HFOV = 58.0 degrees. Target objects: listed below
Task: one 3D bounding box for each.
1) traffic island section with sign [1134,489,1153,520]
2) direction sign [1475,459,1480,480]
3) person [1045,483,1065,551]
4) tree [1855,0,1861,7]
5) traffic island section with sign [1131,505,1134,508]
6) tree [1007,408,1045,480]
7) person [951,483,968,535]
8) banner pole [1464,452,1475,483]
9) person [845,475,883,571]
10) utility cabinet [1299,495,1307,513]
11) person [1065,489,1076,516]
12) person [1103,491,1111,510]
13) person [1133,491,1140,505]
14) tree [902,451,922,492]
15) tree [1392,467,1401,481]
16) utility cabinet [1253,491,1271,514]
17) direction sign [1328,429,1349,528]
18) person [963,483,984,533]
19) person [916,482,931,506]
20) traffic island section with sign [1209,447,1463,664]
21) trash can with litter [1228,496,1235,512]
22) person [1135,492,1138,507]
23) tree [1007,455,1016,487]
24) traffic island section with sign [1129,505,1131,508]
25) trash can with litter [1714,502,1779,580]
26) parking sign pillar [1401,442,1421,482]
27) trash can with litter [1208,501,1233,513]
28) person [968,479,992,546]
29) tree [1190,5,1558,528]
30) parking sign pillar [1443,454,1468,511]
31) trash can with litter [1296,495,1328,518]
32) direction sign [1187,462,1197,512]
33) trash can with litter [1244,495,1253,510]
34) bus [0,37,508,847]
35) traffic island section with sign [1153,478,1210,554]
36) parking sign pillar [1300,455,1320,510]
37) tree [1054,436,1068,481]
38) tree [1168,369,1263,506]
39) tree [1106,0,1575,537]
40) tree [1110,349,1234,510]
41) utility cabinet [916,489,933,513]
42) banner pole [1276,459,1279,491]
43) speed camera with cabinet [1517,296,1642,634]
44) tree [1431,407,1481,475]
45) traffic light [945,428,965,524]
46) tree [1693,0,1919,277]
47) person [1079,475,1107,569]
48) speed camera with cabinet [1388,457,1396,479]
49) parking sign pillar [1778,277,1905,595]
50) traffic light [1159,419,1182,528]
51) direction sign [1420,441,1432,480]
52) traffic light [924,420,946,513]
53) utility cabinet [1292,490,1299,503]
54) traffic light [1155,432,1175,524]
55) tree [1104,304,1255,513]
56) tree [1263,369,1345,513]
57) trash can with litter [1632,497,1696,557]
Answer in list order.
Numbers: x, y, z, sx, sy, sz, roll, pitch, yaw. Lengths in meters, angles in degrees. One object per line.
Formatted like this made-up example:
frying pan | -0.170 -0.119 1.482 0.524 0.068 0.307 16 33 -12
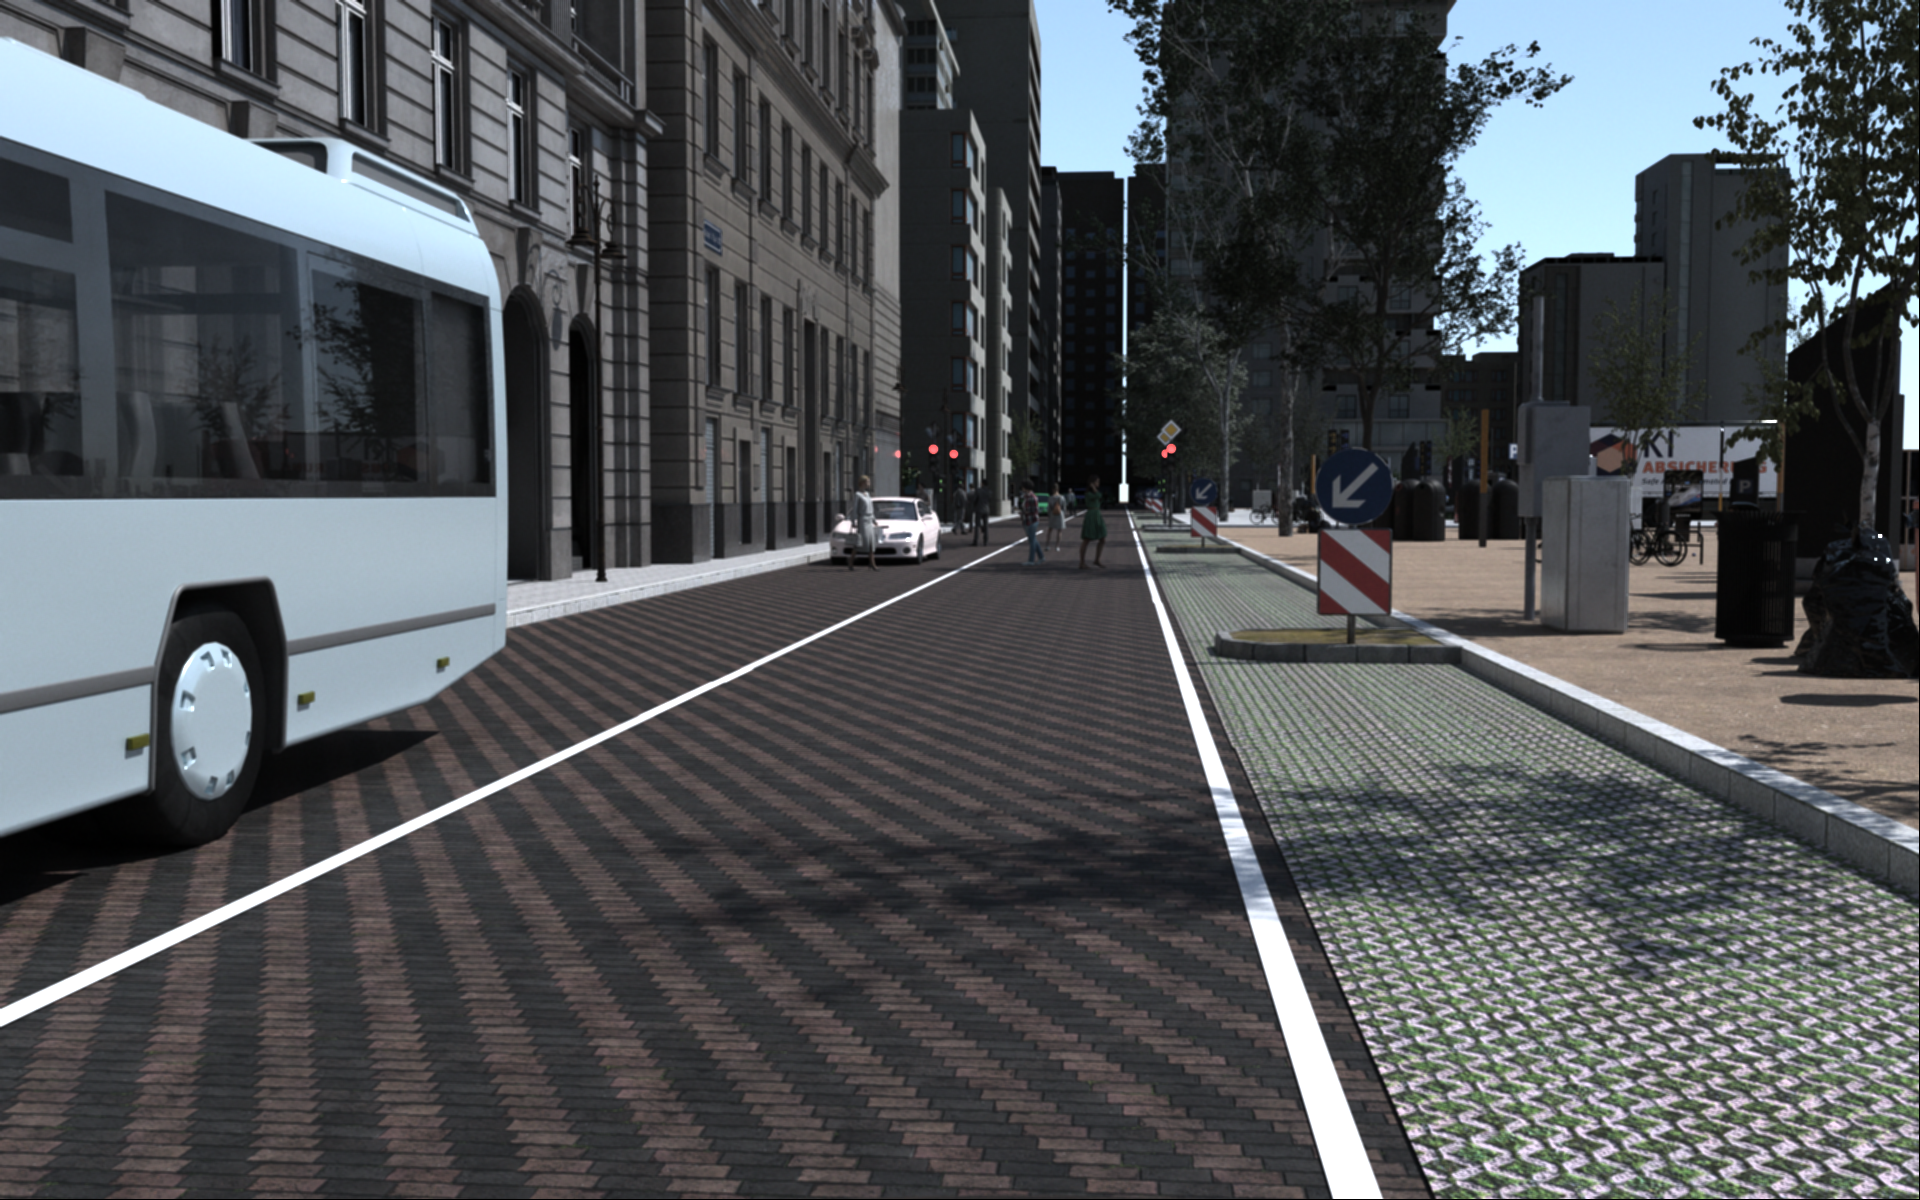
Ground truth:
traffic island section with sign | 10.991 -5.448 97.699 1.989 1.847 2.006 0 4 5
direction sign | 33.016 -7.282 111.061 0.379 3.537 0.876 -3 5 -44
person | 2.421 -2.097 43.788 0.512 1.701 0.522 0 4 -7
tree | 5.669 -3.505 7.670 4.360 8.622 3.978 0 3 0
traffic island section with sign | 13.533 -7.109 124.861 1.989 1.847 2.006 0 4 5
tree | 5.343 -11.991 146.409 4.737 8.622 4.395 0 3 0
person | 0.015 -3.216 61.176 0.850 1.850 0.679 -3 5 -40
banner pole | 30.315 -6.928 103.288 0.863 3.779 0.401 -1 4 -9
person | -1.811 -1.442 32.429 0.624 1.780 0.694 3 5 44
utility cabinet | 22.026 -6.190 112.364 1.020 1.237 0.306 -2 4 -29
person | 7.064 -6.258 111.310 0.782 1.767 0.515 2 4 35
person | 13.221 -8.994 156.377 0.721 1.723 1.217 3 5 40
person | 21.612 -12.418 211.665 1.348 1.807 0.705 -3 4 -38
tree | -2.564 -4.453 67.413 1.663 3.219 1.824 0 3 0
tree | 31.628 -8.003 125.457 1.663 3.219 1.824 0 3 0
utility cabinet | 19.549 -6.328 112.134 1.173 1.500 0.318 1 4 11
direction sign | 13.288 -4.213 60.882 0.876 3.537 0.379 -2 4 -25
person | 0.506 -3.404 64.112 0.622 1.834 0.822 -2 4 -31
person | -1.184 -2.562 50.730 0.599 1.781 0.374 2 4 29
traffic island section with sign | 3.314 -0.421 15.510 1.989 1.847 2.006 0 4 5
trash can with litter | 19.467 -6.910 124.369 0.624 1.170 1.055 -1 4 -14
person | 19.019 -10.892 187.521 0.436 1.711 0.756 1 4 13
tree | 2.037 -8.040 115.163 4.285 4.588 4.351 0 3 0
traffic island section with sign | 18.209 -10.172 174.946 1.989 1.847 2.006 0 4 5
trash can with litter | 11.655 -0.866 25.546 1.055 1.170 0.624 -3 5 -40
parking sign pillar | 23.496 -6.232 90.358 1.447 3.967 1.447 -1 4 -10
trash can with litter | 17.427 -6.530 117.829 2.233 1.210 1.678 1 4 8
person | 0.548 -2.401 47.566 0.655 1.846 0.447 -2 4 -26
tree | 7.842 -6.101 34.165 7.601 10.594 8.767 -2 4 -29
parking sign pillar | 33.005 -7.791 115.854 1.447 3.967 1.447 2 4 29
trash can with litter | 18.907 -5.085 94.195 2.233 1.210 1.678 1 4 13
direction sign | 16.557 -8.057 123.734 0.876 3.537 0.379 -2 4 -35
trash can with litter | 23.099 -7.741 137.623 1.678 1.210 2.233 2 4 35
bus | -4.493 -0.556 3.952 2.948 3.499 13.247 0 4 4
traffic island section with sign | 5.813 -2.062 42.350 1.989 1.847 2.006 0 4 5
parking sign pillar | 23.869 -7.935 118.216 1.447 3.967 1.447 0 3 0
tree | 10.870 -15.800 208.696 4.360 8.622 3.978 0 3 0
tree | 14.764 -9.293 102.302 4.360 8.622 3.978 0 3 0
tree | 10.628 -11.912 50.643 12.611 20.169 13.585 0 3 0
tree | 17.534 -14.204 142.599 12.009 13.543 11.850 0 3 0
utility cabinet | -1.487 -4.006 74.170 0.318 1.500 1.173 2 4 26
banner pole | 22.981 -8.266 125.159 0.401 3.779 0.863 2 4 28
speed camera with cabinet | 5.922 -1.371 16.754 0.660 3.252 2.038 0 4 5
tree | 40.670 -11.729 142.138 4.737 8.622 4.395 0 3 0
traffic light | -0.220 -5.198 73.907 0.839 4.253 0.868 0 4 5
tree | 9.488 -4.124 17.794 4.737 8.622 4.395 0 3 0
person | 2.553 -1.503 33.315 0.529 1.795 0.600 1 4 21
speed camera with cabinet | 23.722 -6.030 92.919 2.038 3.252 0.660 1 4 23
parking sign pillar | 11.312 -2.062 22.180 1.447 3.967 1.447 -3 5 -43
traffic light | 7.912 -4.662 65.147 0.839 4.253 0.868 0 4 5
direction sign | 19.813 -5.001 73.765 0.379 3.537 0.876 -1 4 -16
traffic light | -0.962 -4.712 65.957 0.839 4.253 0.868 0 4 5
utility cabinet | 18.723 -5.497 98.562 0.318 1.500 1.173 -3 5 -45
traffic light | 8.655 -5.148 73.097 0.839 4.253 0.868 0 4 5
tree | 14.558 -12.724 114.691 9.857 13.997 8.962 0 3 0
tree | 20.551 -9.311 102.596 4.360 8.622 3.978 0 3 0
trash can with litter | 14.425 -1.530 36.067 1.678 1.210 2.233 2 4 35
